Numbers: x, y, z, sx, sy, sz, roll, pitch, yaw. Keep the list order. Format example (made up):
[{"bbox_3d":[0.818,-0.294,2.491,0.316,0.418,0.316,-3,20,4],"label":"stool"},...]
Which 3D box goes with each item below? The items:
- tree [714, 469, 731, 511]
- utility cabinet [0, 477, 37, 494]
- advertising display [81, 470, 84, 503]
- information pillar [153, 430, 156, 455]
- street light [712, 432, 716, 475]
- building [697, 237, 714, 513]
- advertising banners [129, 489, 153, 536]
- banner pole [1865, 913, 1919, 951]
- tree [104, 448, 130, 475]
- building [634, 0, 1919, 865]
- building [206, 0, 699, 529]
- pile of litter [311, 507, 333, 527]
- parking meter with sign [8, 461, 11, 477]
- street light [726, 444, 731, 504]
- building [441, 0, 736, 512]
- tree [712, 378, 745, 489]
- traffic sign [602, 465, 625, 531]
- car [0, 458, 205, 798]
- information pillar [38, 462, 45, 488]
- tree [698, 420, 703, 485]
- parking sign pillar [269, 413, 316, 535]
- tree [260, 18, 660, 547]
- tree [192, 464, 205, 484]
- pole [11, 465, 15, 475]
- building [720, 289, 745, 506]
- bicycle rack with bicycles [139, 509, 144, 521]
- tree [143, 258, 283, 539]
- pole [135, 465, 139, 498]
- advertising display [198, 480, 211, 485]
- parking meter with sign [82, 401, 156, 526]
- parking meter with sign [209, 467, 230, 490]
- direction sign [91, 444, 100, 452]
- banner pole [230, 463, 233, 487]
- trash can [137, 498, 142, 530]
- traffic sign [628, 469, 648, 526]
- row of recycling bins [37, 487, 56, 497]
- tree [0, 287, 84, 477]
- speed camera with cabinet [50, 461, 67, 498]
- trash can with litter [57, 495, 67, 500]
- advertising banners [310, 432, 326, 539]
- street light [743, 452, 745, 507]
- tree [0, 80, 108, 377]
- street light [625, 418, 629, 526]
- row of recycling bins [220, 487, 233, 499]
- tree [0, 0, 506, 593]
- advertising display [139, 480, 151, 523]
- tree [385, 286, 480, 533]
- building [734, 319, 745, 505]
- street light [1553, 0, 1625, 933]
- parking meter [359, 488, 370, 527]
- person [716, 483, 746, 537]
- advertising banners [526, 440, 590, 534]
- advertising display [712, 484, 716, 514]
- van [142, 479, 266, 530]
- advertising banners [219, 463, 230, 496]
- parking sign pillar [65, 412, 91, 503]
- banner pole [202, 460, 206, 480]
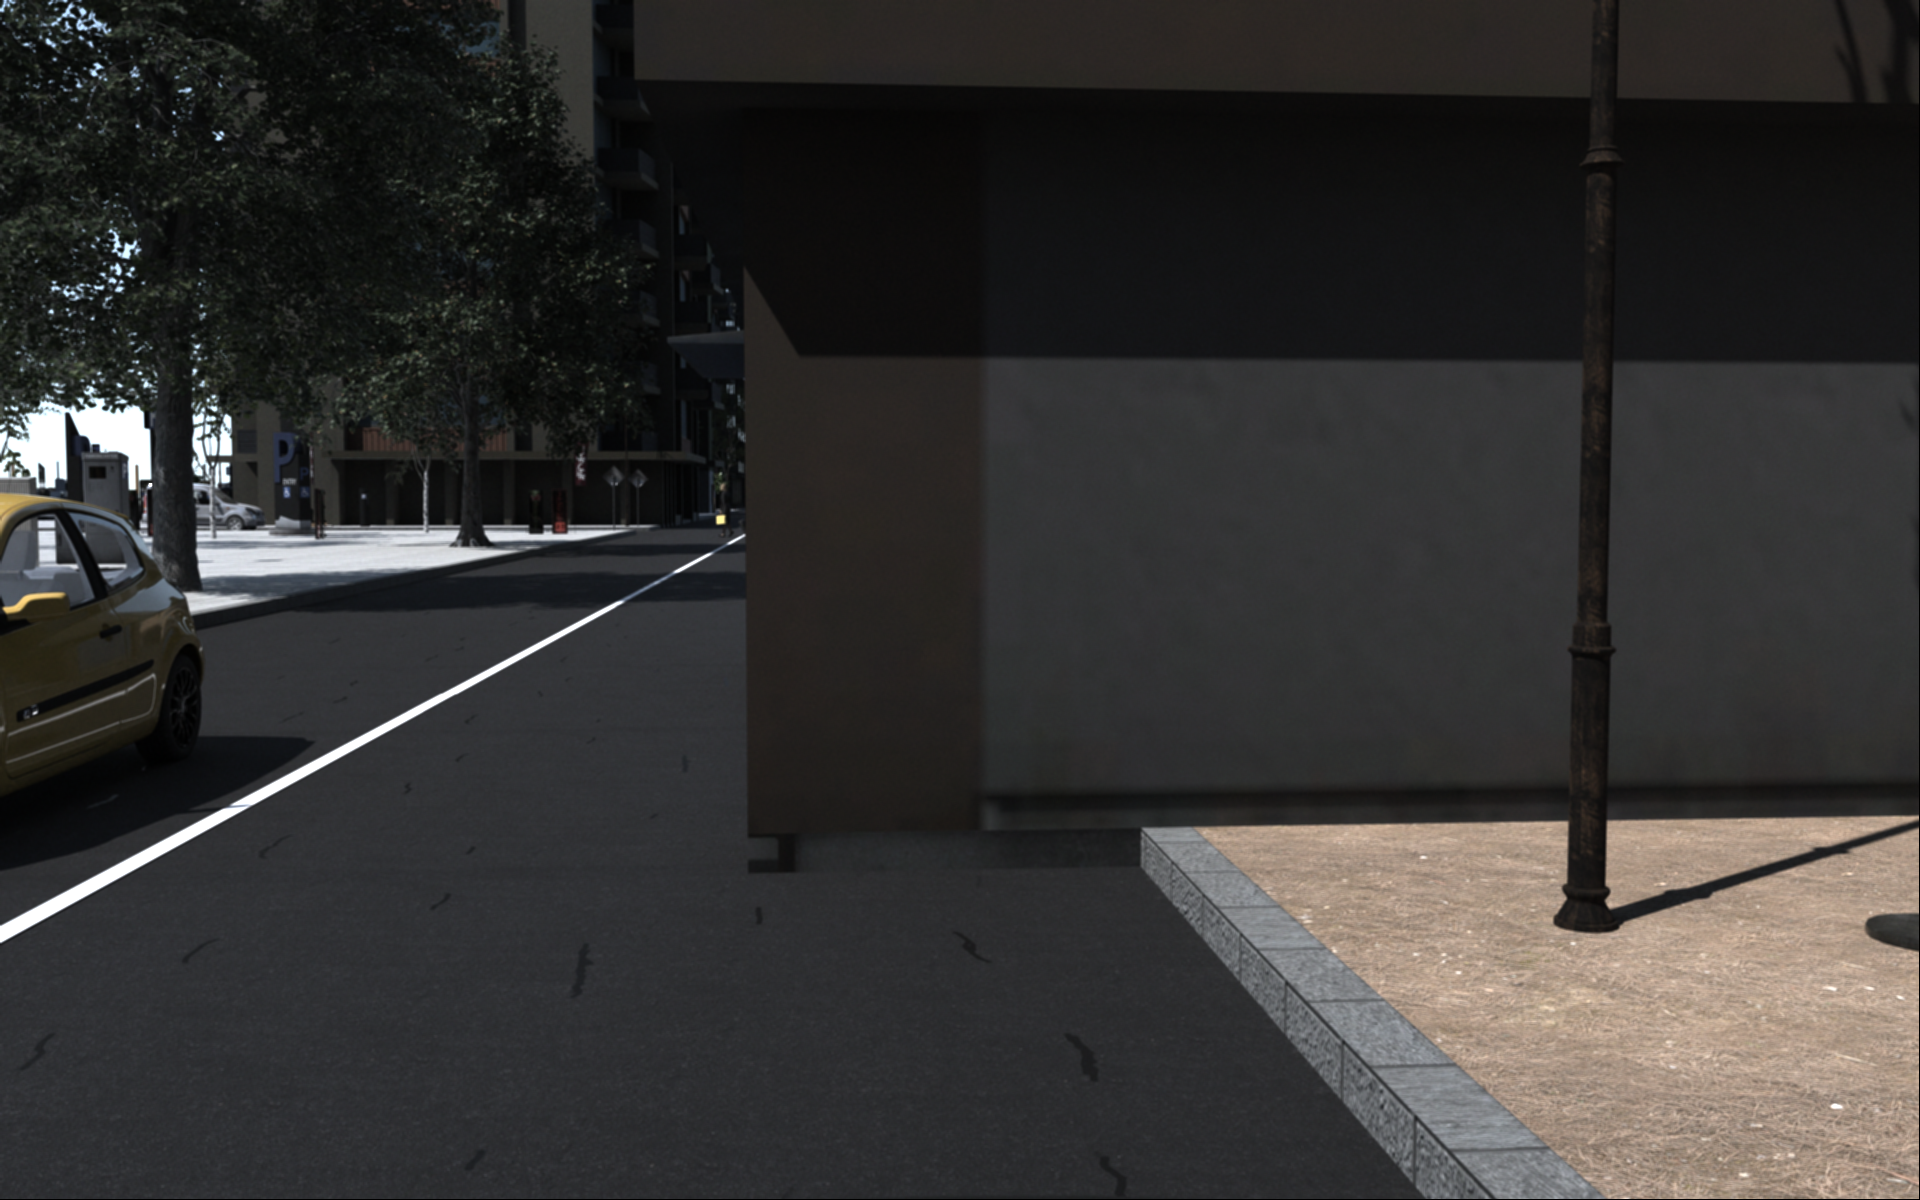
[{"bbox_3d":[-18.346,-8.463,132.978,1.663,3.219,1.824,0,3,0],"label":"tree"},{"bbox_3d":[-12.311,-0.805,21.842,1.173,1.500,0.318,-1,4,-12],"label":"utility cabinet"},{"bbox_3d":[-22.189,-2.417,44.738,0.974,1.923,0.123,0,4,8],"label":"advertising display"},{"bbox_3d":[-19.773,-3.157,42.973,0.504,3.616,0.183,-3,4,-38],"label":"information pillar"},{"bbox_3d":[-17.661,-9.245,123.938,0.468,5.910,1.993,0,4,-5],"label":"street light"},{"bbox_3d":[-23.883,-20.955,114.316,14.160,30.474,14.107,0,4,-5],"label":"building"},{"bbox_3d":[-24.600,-3.466,52.861,2.074,3.025,0.090,-1,4,-11],"label":"advertising banners"},{"bbox_3d":[2.922,-0.922,5.086,0.401,3.779,0.863,1,4,23],"label":"banner pole"},{"bbox_3d":[-36.118,-4.803,73.122,1.663,3.219,1.824,0,3,0],"label":"tree"},{"bbox_3d":[5.195,-22.155,12.340,14.600,45.320,14.200,0,4,-5],"label":"building"},{"bbox_3d":[-22.895,-26.153,82.228,22.147,44.769,28.867,0,4,-5],"label":"building"},{"bbox_3d":[-25.213,-3.273,67.475,1.719,0.858,1.176,-3,5,-42],"label":"pile of litter"},{"bbox_3d":[-50.292,-5.733,89.990,1.738,3.016,0.543,-1,4,-22],"label":"parking meter with sign"},{"bbox_3d":[-19.368,-10.530,144.958,0.468,5.910,1.993,0,4,-5],"label":"street light"},{"bbox_3d":[-31.839,-30.679,156.232,22.147,44.769,28.867,0,4,-5],"label":"building"},{"bbox_3d":[-19.030,-12.568,139.904,8.767,10.594,7.601,0,4,2],"label":"tree"},{"bbox_3d":[-12.100,-3.481,60.554,0.795,2.450,0.064,0,4,-5],"label":"traffic sign"},{"bbox_3d":[-4.871,0.144,7.873,2.015,1.641,3.980,0,4,-6],"label":"car"},{"bbox_3d":[-67.500,-8.317,127.335,0.504,3.616,0.183,1,4,9],"label":"information pillar"},{"bbox_3d":[-16.758,-9.207,100.891,4.737,8.622,4.395,0,3,0],"label":"tree"},{"bbox_3d":[-21.023,-4.039,54.503,1.447,3.967,1.447,2,4,35],"label":"parking sign pillar"},{"bbox_3d":[-11.798,-7.637,41.875,9.611,12.733,9.660,0,3,0],"label":"tree"},{"bbox_3d":[-41.762,-6.083,94.062,1.663,3.219,1.824,0,3,0],"label":"tree"},{"bbox_3d":[-64.186,-7.561,117.465,0.158,3.312,0.155,0,3,0],"label":"pole"},{"bbox_3d":[-34.650,-34.616,185.578,23.786,49.044,30.456,0,4,-5],"label":"building"},{"bbox_3d":[-38.114,-4.237,82.665,2.852,0.926,2.925,0,4,-6],"label":"bicycle rack with bicycles"},{"bbox_3d":[-21.673,-6.096,50.026,4.737,8.622,4.395,0,3,0],"label":"tree"},{"bbox_3d":[-57.113,-7.730,120.228,0.158,3.312,0.155,0,3,0],"label":"pole"},{"bbox_3d":[-35.628,-4.684,81.793,0.974,1.923,0.123,2,4,31],"label":"advertising display"},{"bbox_3d":[-15.715,-2.178,31.870,1.738,3.016,0.543,0,4,-7],"label":"parking meter with sign"},{"bbox_3d":[-48.296,-7.176,113.582,1.738,3.016,0.543,1,4,14],"label":"parking meter with sign"},{"bbox_3d":[-39.289,-5.276,78.266,0.876,3.537,0.379,-1,4,-10],"label":"direction sign"},{"bbox_3d":[-44.121,-7.072,105.641,0.863,3.779,0.401,-3,5,-40],"label":"banner pole"},{"bbox_3d":[-27.939,-2.852,58.282,0.748,1.137,0.748,0,3,0],"label":"trash can"},{"bbox_3d":[-12.737,-3.968,68.514,0.795,2.450,0.064,0,4,-5],"label":"traffic sign"},{"bbox_3d":[-56.611,-6.129,107.323,1.069,1.692,3.534,0,4,1],"label":"row of recycling bins"},{"bbox_3d":[-27.374,-6.047,49.238,4.737,8.622,4.395,0,3,0],"label":"tree"},{"bbox_3d":[-53.713,-6.663,103.270,0.660,3.252,2.038,-1,4,-15],"label":"speed camera with cabinet"},{"bbox_3d":[-48.552,-5.108,94.578,2.233,1.210,1.678,-3,4,-37],"label":"trash can with litter"},{"bbox_3d":[-18.285,-3.246,49.263,0.090,3.025,2.074,-1,4,-10],"label":"advertising banners"},{"bbox_3d":[-21.458,-12.216,172.520,0.468,5.910,1.993,0,4,-5],"label":"street light"},{"bbox_3d":[-23.534,-6.961,39.570,9.928,11.665,9.643,0,3,0],"label":"tree"},{"bbox_3d":[-13.254,-5.873,68.809,0.468,5.910,1.993,0,4,-5],"label":"street light"},{"bbox_3d":[-40.558,-5.512,97.226,1.069,1.692,3.534,0,4,2],"label":"row of recycling bins"},{"bbox_3d":[-10.411,-7.083,22.463,9.857,13.997,8.962,0,3,0],"label":"tree"},{"bbox_3d":[-36.168,-4.422,77.518,0.974,1.923,0.123,-1,4,-23],"label":"advertising display"},{"bbox_3d":[-17.697,-6.551,57.471,4.360,8.622,3.978,0,3,0],"label":"tree"},{"bbox_3d":[-34.117,-33.602,232.981,14.154,41.232,14.086,0,4,-5],"label":"building"},{"bbox_3d":[1.859,-1.968,4.969,0.468,5.910,1.993,0,4,-5],"label":"street light"},{"bbox_3d":[-23.542,-3.674,68.486,0.372,1.533,0.369,0,3,0],"label":"parking meter"},{"bbox_3d":[-7.606,-3.039,58.409,1.509,1.804,0.699,-3,5,-39],"label":"person"},{"bbox_3d":[-12.932,-3.644,55.775,2.074,3.025,0.090,-2,4,-24],"label":"advertising banners"},{"bbox_3d":[-16.275,-6.681,114.451,0.123,1.923,0.974,0,4,0],"label":"advertising display"},{"bbox_3d":[-27.807,-3.474,63.813,4.112,2.044,2.013,0,4,-5],"label":"van"},{"bbox_3d":[-34.803,-5.240,81.865,0.090,3.025,2.074,-1,4,-10],"label":"advertising banners"},{"bbox_3d":[-29.324,-4.232,57.666,1.447,3.967,1.447,-1,4,-11],"label":"parking sign pillar"},{"bbox_3d":[-56.153,-8.487,128.783,0.401,3.779,0.863,0,4,-4],"label":"banner pole"}]
